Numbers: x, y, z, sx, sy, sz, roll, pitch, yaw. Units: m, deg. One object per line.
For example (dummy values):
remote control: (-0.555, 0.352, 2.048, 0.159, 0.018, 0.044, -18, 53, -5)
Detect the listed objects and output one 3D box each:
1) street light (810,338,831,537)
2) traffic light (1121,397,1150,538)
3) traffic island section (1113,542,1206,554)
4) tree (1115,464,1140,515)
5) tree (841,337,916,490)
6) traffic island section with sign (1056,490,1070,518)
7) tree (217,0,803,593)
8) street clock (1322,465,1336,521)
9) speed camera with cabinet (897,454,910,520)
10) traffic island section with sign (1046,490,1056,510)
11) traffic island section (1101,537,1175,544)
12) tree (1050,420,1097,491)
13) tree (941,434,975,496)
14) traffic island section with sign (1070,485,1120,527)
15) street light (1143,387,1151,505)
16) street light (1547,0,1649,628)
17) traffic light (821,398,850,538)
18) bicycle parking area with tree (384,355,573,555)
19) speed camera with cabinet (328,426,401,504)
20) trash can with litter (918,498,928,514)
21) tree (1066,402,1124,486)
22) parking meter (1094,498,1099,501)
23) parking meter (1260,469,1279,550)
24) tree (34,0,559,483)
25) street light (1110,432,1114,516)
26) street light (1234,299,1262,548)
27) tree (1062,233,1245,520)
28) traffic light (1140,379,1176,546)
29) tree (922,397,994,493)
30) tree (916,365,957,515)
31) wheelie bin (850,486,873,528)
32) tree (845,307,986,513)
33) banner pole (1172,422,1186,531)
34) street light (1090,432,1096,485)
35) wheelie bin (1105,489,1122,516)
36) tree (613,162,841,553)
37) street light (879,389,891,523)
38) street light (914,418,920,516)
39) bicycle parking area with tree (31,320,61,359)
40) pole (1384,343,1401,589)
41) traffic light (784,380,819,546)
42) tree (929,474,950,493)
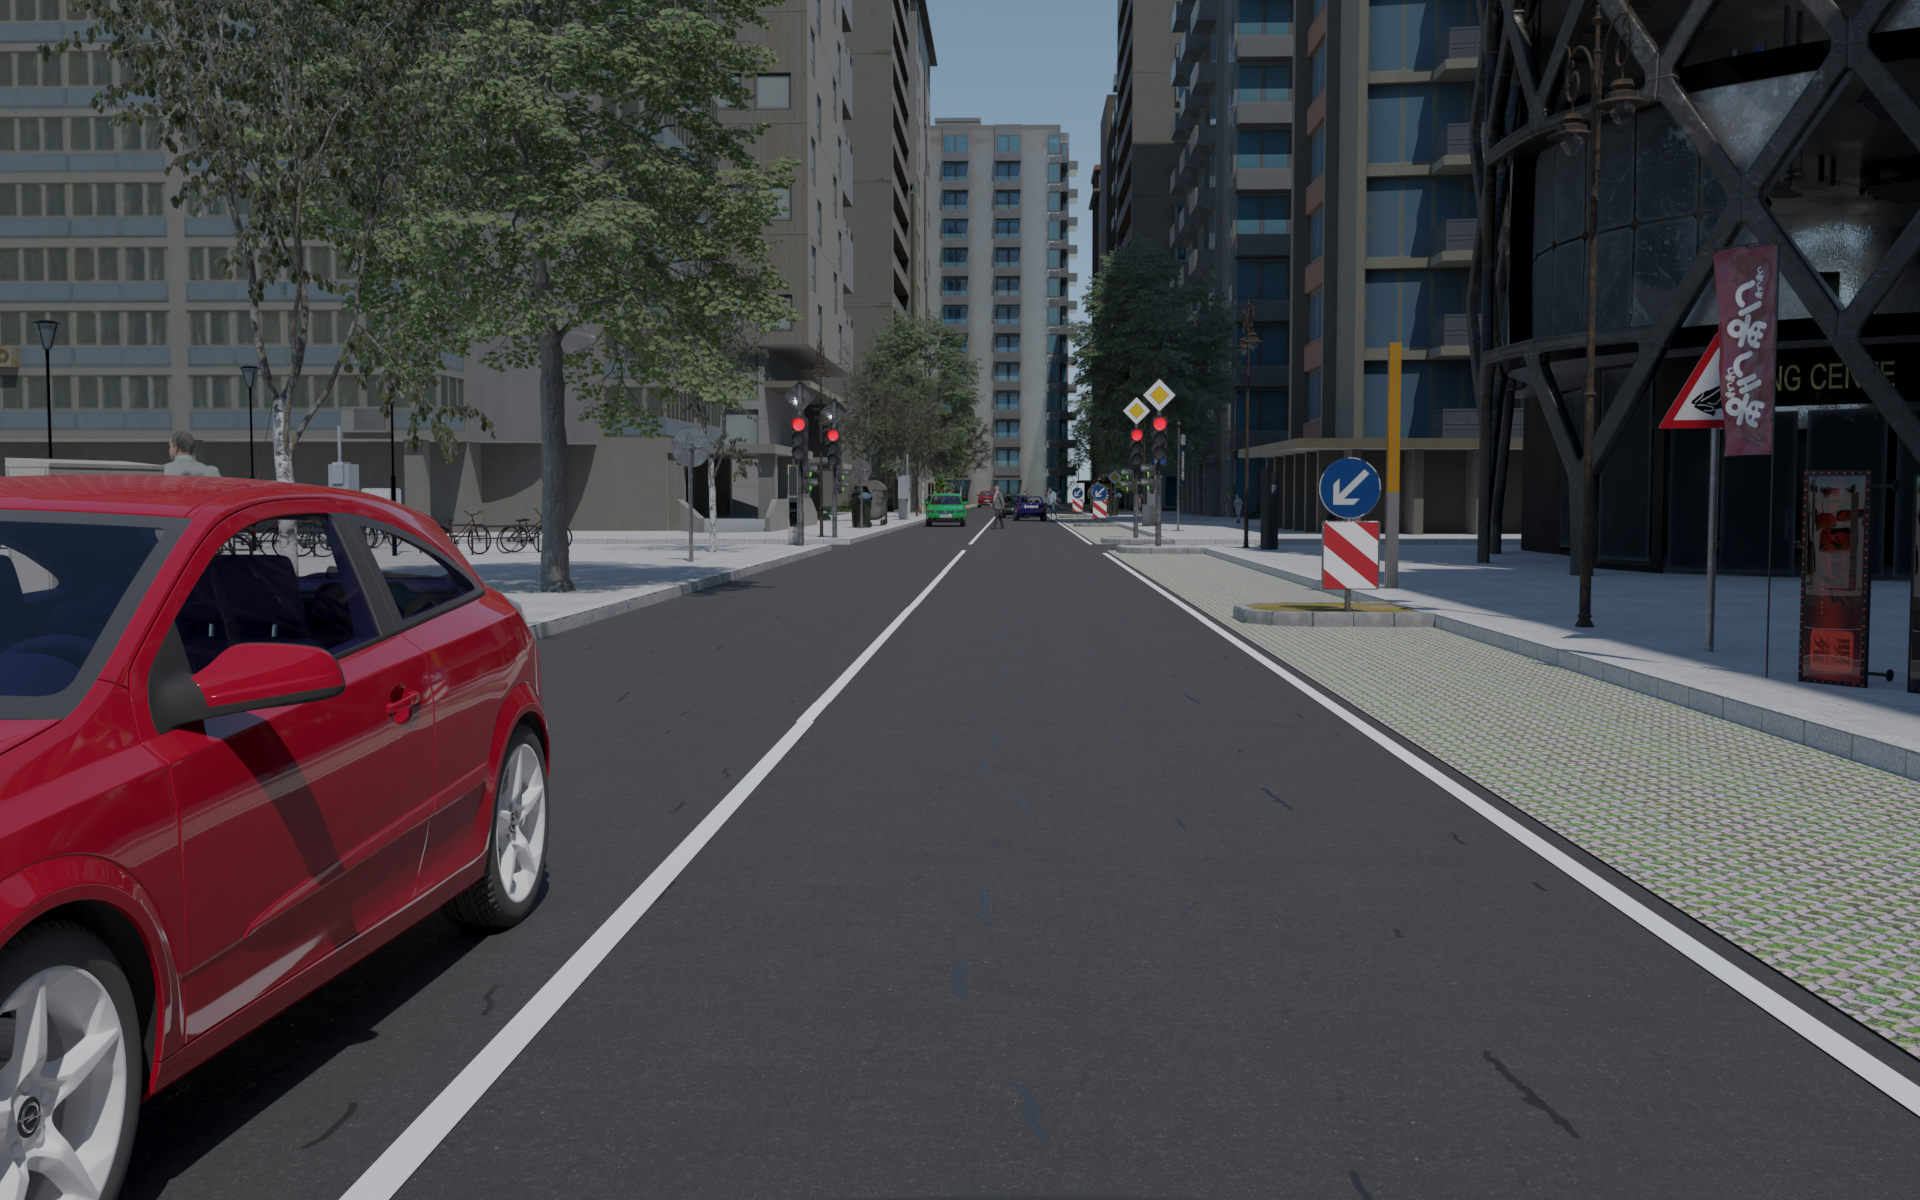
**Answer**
street light: (-4.119, -4.805, 51.354, 0.468, 5.910, 1.993, 0, 4, 2)
traffic light: (5.103, -3.757, 50.355, 0.839, 4.253, 0.868, 0, 4, 2)
traffic island section: (4.883, -1.236, 42.486, 2.009, 0.180, 2.903, 0, 4, 2)
tree: (10.313, -6.850, 106.596, 1.663, 3.219, 1.824, 0, 3, 0)
tree: (-4.601, -7.942, 80.212, 4.360, 8.622, 3.978, 0, 3, 0)
traffic island section with sign: (6.867, -5.775, 103.050, 1.989, 1.847, 2.006, 0, 4, 2)
tree: (-5.702, -6.370, 22.273, 7.486, 12.596, 7.792, 0, 3, 0)
street clock: (9.241, -2.356, 43.097, 0.471, 2.002, 0.358, -3, 4, -38)
speed camera with cabinet: (-2.802, -5.646, 86.642, 0.660, 3.252, 2.038, 0, 4, 0)
traffic island section with sign: (8.486, -8.818, 152.796, 1.989, 1.847, 2.006, 0, 4, 2)
traffic island section: (5.143, -1.724, 50.467, 2.009, 0.180, 2.903, 0, 4, 2)
tree: (11.163, -13.295, 167.732, 4.360, 8.622, 3.978, 0, 3, 0)
tree: (0.007, -14.787, 192.122, 4.737, 8.622, 4.395, 0, 3, 0)
traffic island section with sign: (5.980, -4.117, 75.935, 1.989, 1.847, 2.006, 0, 4, 2)
street light: (7.961, -6.237, 74.760, 0.468, 5.910, 1.993, 0, 4, 2)
street light: (6.032, -2.676, 16.547, 0.468, 5.910, 1.993, 0, 4, 2)
traffic light: (-3.654, -3.774, 50.623, 0.839, 4.253, 0.868, 0, 4, 2)
bicycle parking area with tree: (-13.687, -3.085, 37.434, 9.016, 4.147, 8.231, -3, 5, -40)
speed camera with cabinet: (-17.315, -3.429, 50.396, 2.038, 3.252, 0.660, 1, 4, 14)
trash can with litter: (-2.249, -6.291, 114.244, 1.055, 1.170, 0.624, -1, 4, -18)
tree: (10.046, -10.893, 128.462, 4.737, 8.622, 4.395, 0, 3, 0)
parking meter: (8.766, -6.278, 111.061, 0.372, 1.533, 0.369, 0, 3, 0)
parking meter: (7.136, -2.090, 39.890, 0.399, 1.863, 0.255, -3, 5, -40)
tree: (-5.341, -3.872, 13.670, 4.360, 8.622, 3.978, 0, 3, 0)
street light: (8.717, -7.779, 99.979, 0.468, 5.910, 1.993, 0, 4, 2)
street light: (6.825, -4.181, 41.147, 0.468, 5.910, 1.993, 0, 4, 2)
tree: (9.494, -10.864, 84.286, 9.857, 13.997, 8.962, 0, 3, 0)
traffic light: (4.843, -3.269, 42.374, 0.839, 4.253, 0.868, 0, 4, 2)
tree: (-0.309, -13.731, 158.912, 7.601, 10.594, 8.767, 1, 4, 8)
tree: (-3.143, -8.918, 96.164, 4.360, 8.622, 3.978, 0, 3, 0)
wheelie bin: (-3.750, -3.547, 65.902, 0.980, 1.594, 0.693, 3, 4, 37)
tree: (-3.000, -12.992, 119.071, 9.857, 13.997, 8.962, 0, 3, 0)
banner pole: (7.700, -4.300, 60.325, 0.401, 3.779, 0.863, 2, 4, 30)
street light: (9.586, -9.312, 125.044, 0.468, 5.910, 1.993, 0, 4, 2)
wheelie bin: (9.062, -5.757, 102.041, 0.980, 1.594, 0.693, 0, 4, -1)
tree: (-5.532, -5.334, 37.567, 4.360, 8.622, 3.978, 0, 3, 0)
street light: (-3.248, -6.315, 76.039, 0.468, 5.910, 1.993, 0, 4, 2)
street light: (-2.514, -7.831, 100.827, 0.468, 5.910, 1.993, 0, 4, 2)
bicycle parking area with tree: (-15.405, -2.392, 26.114, 9.016, 4.147, 8.231, 2, 4, 24)
pole: (5.862, -1.811, 23.450, 0.158, 3.312, 0.155, 0, 3, 0)
traffic light: (-3.914, -3.286, 42.642, 0.839, 4.253, 0.868, 0, 4, 2)
tree: (-1.887, -9.145, 144.122, 1.663, 3.219, 1.824, 0, 3, 0)
